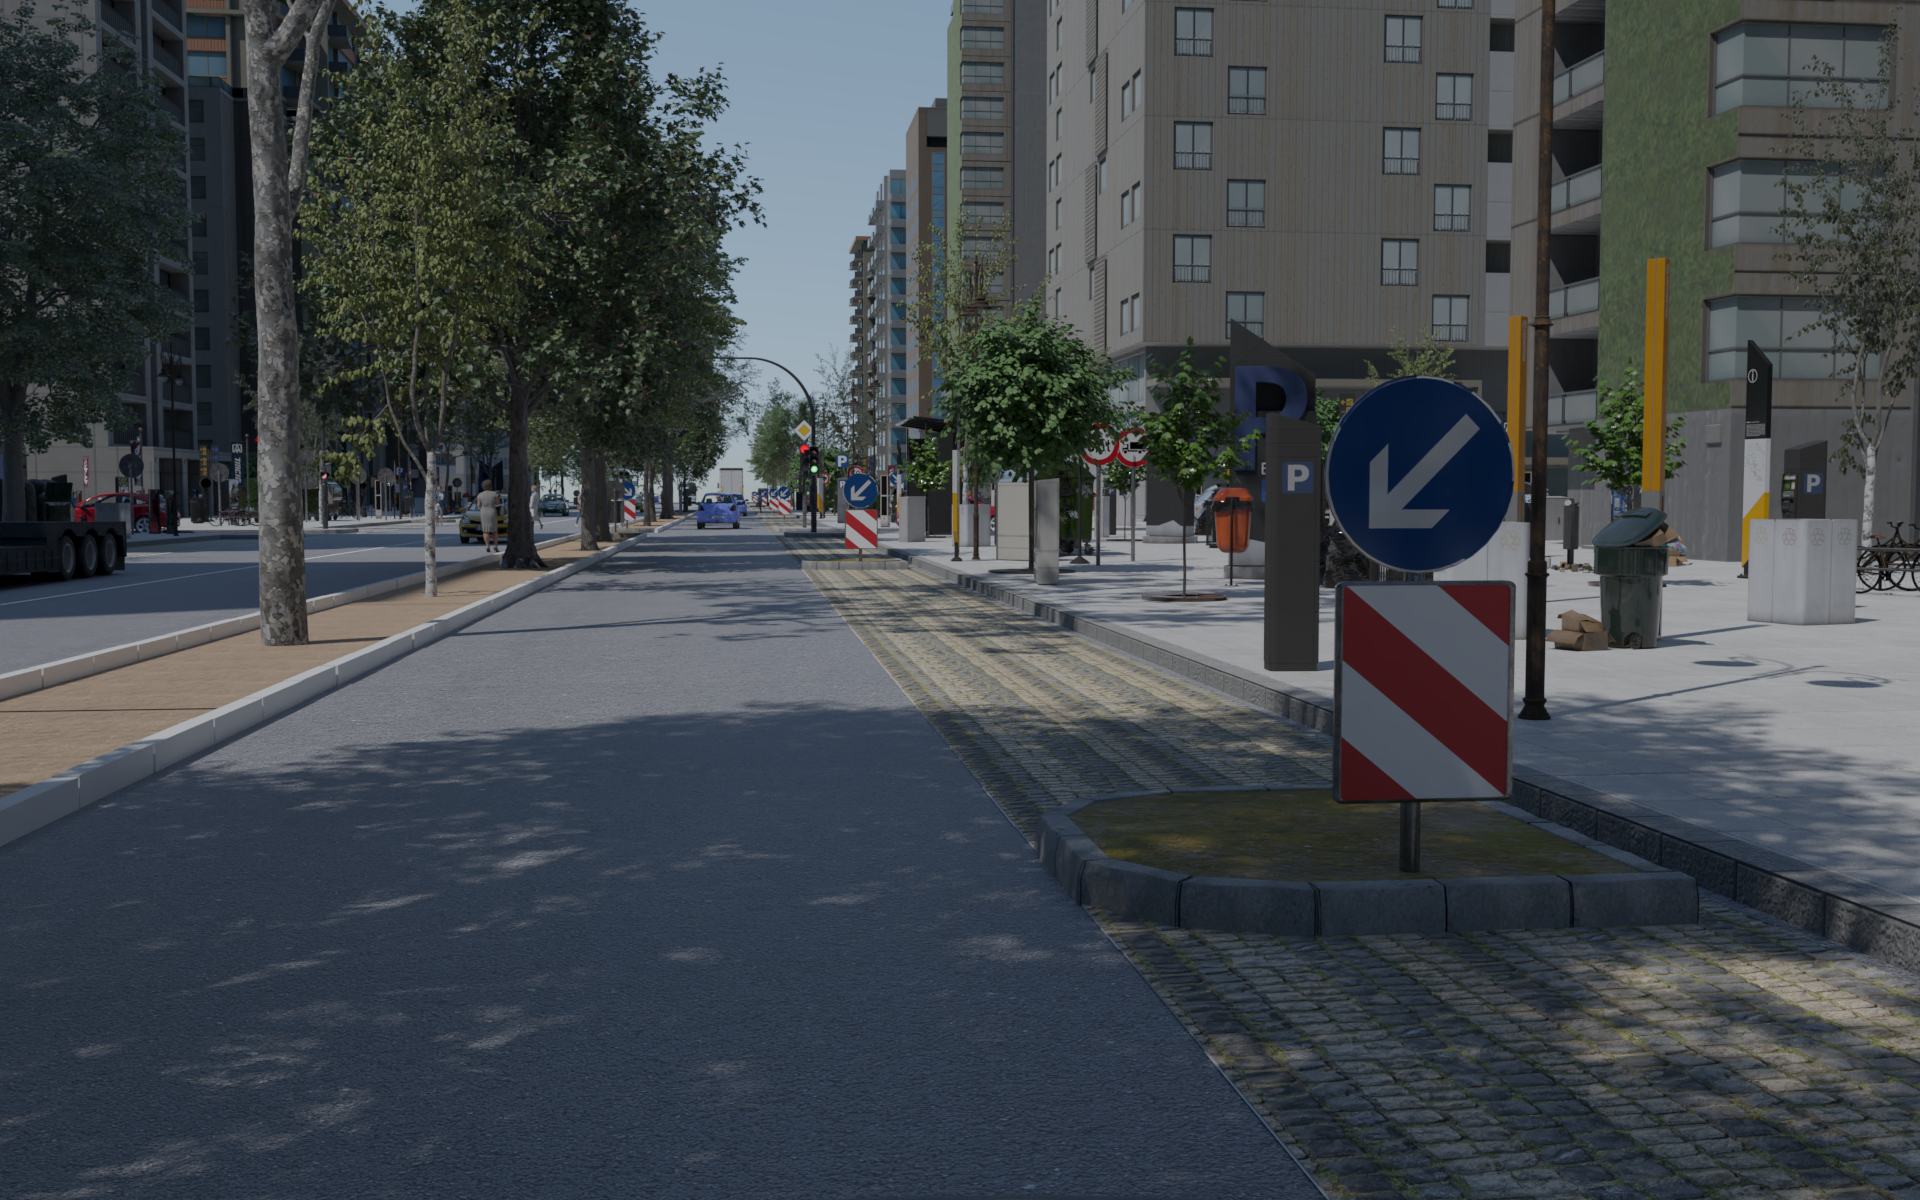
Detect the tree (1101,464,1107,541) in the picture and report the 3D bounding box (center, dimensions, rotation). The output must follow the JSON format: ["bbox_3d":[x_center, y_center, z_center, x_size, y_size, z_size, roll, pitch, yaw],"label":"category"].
[{"bbox_3d":[4.447,-3.223,47.293,1.663,3.219,1.824,0,3,0],"label":"tree"}]

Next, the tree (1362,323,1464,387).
[{"bbox_3d":[19.382,-7.555,73.890,4.737,8.622,4.395,0,3,0],"label":"tree"}]

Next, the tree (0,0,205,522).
[{"bbox_3d":[-24.264,-8.390,43.838,9.857,13.997,8.962,0,3,0],"label":"tree"}]

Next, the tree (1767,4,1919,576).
[{"bbox_3d":[14.549,-4.696,27.135,4.360,8.622,3.978,0,3,0],"label":"tree"}]

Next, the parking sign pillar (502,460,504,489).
[{"bbox_3d":[-36.669,-9.063,136.645,1.447,3.967,1.447,0,4,-6],"label":"parking sign pillar"}]

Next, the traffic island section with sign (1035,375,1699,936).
[{"bbox_3d":[1.340,0.127,6.548,1.989,1.847,2.006,0,4,-7],"label":"traffic island section with sign"}]

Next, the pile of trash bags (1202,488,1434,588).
[{"bbox_3d":[5.224,-0.881,24.151,3.447,1.369,1.912,1,4,13],"label":"pile of trash bags"}]

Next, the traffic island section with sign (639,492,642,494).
[{"bbox_3d":[-49.872,-16.080,271.527,1.989,1.847,2.006,0,4,-7],"label":"traffic island section with sign"}]

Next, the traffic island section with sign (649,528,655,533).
[{"bbox_3d":[-12.393,-3.459,64.690,2.006,1.907,1.989,0,4,-7],"label":"traffic island section with sign"}]

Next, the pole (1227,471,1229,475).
[{"bbox_3d":[11.712,-4.983,75.319,0.158,3.312,0.155,0,3,0],"label":"pole"}]

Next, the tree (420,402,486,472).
[{"bbox_3d":[-33.978,-13.106,124.649,12.009,13.543,11.850,0,3,0],"label":"tree"}]

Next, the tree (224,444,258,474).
[{"bbox_3d":[-46.896,-7.926,113.311,4.285,4.588,4.351,0,3,0],"label":"tree"}]

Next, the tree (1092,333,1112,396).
[{"bbox_3d":[5.180,-7.920,79.858,4.737,8.622,4.395,0,3,0],"label":"tree"}]

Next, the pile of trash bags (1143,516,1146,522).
[{"bbox_3d":[9.814,-4.250,79.237,1.912,1.369,3.447,-1,4,-21],"label":"pile of trash bags"}]

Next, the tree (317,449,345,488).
[{"bbox_3d":[-43.950,-8.356,120.330,4.285,4.588,4.351,0,3,0],"label":"tree"}]

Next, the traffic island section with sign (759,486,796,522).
[{"bbox_3d":[-9.072,-4.867,88.204,1.989,1.847,2.006,0,4,-7],"label":"traffic island section with sign"}]

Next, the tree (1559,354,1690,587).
[{"bbox_3d":[9.158,-1.800,24.037,1.663,3.219,1.824,0,3,0],"label":"tree"}]

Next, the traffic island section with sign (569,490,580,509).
[{"bbox_3d":[-36.007,-9.436,162.904,1.989,1.847,2.006,0,4,-7],"label":"traffic island section with sign"}]

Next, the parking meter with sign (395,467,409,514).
[{"bbox_3d":[-35.748,-7.031,111.224,0.543,3.016,1.738,-2,4,-34],"label":"parking meter with sign"}]

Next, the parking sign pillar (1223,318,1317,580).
[{"bbox_3d":[4.773,-2.323,26.456,1.447,3.967,1.447,0,4,7],"label":"parking sign pillar"}]

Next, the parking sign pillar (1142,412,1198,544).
[{"bbox_3d":[5.492,-3.470,45.199,1.447,3.967,1.447,-3,5,-44],"label":"parking sign pillar"}]

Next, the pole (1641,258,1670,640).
[{"bbox_3d":[6.063,-1.302,15.125,0.158,3.312,0.155,0,3,0],"label":"pole"}]

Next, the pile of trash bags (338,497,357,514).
[{"bbox_3d":[-40.758,-6.259,112.094,1.912,1.369,3.447,2,4,26],"label":"pile of trash bags"}]

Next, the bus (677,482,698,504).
[{"bbox_3d":[-40.063,-15.877,254.455,2.948,3.499,13.247,-1,4,-9],"label":"bus"}]

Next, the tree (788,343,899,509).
[{"bbox_3d":[-5.349,-8.188,84.232,4.360,8.622,3.978,0,3,0],"label":"tree"}]

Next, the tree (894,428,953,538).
[{"bbox_3d":[-0.823,-3.417,50.468,1.663,3.219,1.824,0,3,0],"label":"tree"}]

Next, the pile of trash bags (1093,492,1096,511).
[{"bbox_3d":[5.699,-4.616,85.220,1.912,1.369,3.447,3,4,36],"label":"pile of trash bags"}]

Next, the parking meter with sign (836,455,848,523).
[{"bbox_3d":[-5.211,-4.909,76.524,0.543,3.016,1.738,0,4,-3],"label":"parking meter with sign"}]

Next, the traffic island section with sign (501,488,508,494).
[{"bbox_3d":[-29.659,-6.390,113.105,1.989,1.847,2.006,0,4,-7],"label":"traffic island section with sign"}]

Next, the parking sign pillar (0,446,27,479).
[{"bbox_3d":[-46.609,-5.912,85.130,1.447,3.967,1.447,-1,4,-13],"label":"parking sign pillar"}]

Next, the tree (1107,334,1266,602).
[{"bbox_3d":[2.862,-1.612,20.957,1.663,3.219,1.824,0,3,0],"label":"tree"}]

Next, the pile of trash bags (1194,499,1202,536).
[{"bbox_3d":[8.589,-2.751,54.734,1.912,1.369,3.447,1,4,22],"label":"pile of trash bags"}]

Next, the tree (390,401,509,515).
[{"bbox_3d":[-30.568,-10.356,103.734,7.601,10.594,8.767,-1,4,-9],"label":"tree"}]

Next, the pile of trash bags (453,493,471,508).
[{"bbox_3d":[-38.814,-7.464,131.796,1.912,1.369,3.447,3,5,42],"label":"pile of trash bags"}]

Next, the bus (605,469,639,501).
[{"bbox_3d":[-33.481,-10.993,171.277,2.896,3.916,12.252,0,4,-7],"label":"bus"}]

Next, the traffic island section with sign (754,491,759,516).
[{"bbox_3d":[-12.484,-6.509,115.048,1.989,1.847,2.006,0,4,-7],"label":"traffic island section with sign"}]

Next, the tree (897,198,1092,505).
[{"bbox_3d":[0.352,-5.746,44.314,4.737,8.622,4.395,0,3,0],"label":"tree"}]

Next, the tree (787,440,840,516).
[{"bbox_3d":[-7.497,-7.289,102.892,4.285,4.588,4.351,0,3,0],"label":"tree"}]

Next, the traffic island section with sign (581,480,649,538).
[{"bbox_3d":[-11.465,-3.009,57.341,2.006,1.907,1.989,0,4,-7],"label":"traffic island section with sign"}]

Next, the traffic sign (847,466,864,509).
[{"bbox_3d":[-4.672,-4.741,77.626,0.768,2.556,0.104,0,4,-3],"label":"traffic sign"}]

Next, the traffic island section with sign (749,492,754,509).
[{"bbox_3d":[-18.695,-9.482,163.656,1.989,1.847,2.006,0,4,-7],"label":"traffic island section with sign"}]

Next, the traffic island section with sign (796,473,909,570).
[{"bbox_3d":[-2.072,-1.514,33.389,1.989,1.847,2.006,0,4,-7],"label":"traffic island section with sign"}]

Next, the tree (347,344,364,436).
[{"bbox_3d":[-27.465,-7.579,74.282,4.360,8.622,3.978,0,3,0],"label":"tree"}]

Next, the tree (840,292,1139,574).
[{"bbox_3d":[1.114,-2.729,28.340,4.285,4.588,4.351,0,3,0],"label":"tree"}]

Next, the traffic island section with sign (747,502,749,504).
[{"bbox_3d":[-22.195,-11.160,191.101,1.989,1.847,2.006,0,4,-7],"label":"traffic island section with sign"}]

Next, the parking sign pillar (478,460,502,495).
[{"bbox_3d":[-36.618,-8.909,134.141,1.447,3.967,1.447,0,4,4],"label":"parking sign pillar"}]

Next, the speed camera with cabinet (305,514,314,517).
[{"bbox_3d":[-37.004,-6.369,98.469,0.660,3.252,2.038,-1,4,-14],"label":"speed camera with cabinet"}]

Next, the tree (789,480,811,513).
[{"bbox_3d":[-10.605,-7.705,120.575,1.663,3.219,1.824,0,3,0],"label":"tree"}]

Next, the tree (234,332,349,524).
[{"bbox_3d":[-26.393,-7.211,68.259,4.360,8.622,3.978,0,3,0],"label":"tree"}]

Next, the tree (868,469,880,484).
[{"bbox_3d":[-5.880,-7.491,117.081,1.663,3.219,1.824,0,3,0],"label":"tree"}]

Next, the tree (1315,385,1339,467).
[{"bbox_3d":[10.186,-4.053,49.973,4.285,4.588,4.351,0,3,0],"label":"tree"}]

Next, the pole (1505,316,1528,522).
[{"bbox_3d":[6.415,-1.599,19.990,0.158,3.312,0.155,0,3,0],"label":"pole"}]

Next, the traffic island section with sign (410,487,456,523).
[{"bbox_3d":[-26.246,-4.755,86.366,1.989,1.847,2.006,0,4,-7],"label":"traffic island section with sign"}]

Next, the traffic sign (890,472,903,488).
[{"bbox_3d":[-3.617,-6.018,98.497,0.768,2.556,0.104,0,4,1],"label":"traffic sign"}]

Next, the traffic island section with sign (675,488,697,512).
[{"bbox_3d":[-21.912,-8.018,139.225,2.006,1.907,1.989,0,4,-7],"label":"traffic island section with sign"}]

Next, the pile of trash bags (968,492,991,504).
[{"bbox_3d":[1.203,-5.081,92.821,1.912,1.369,3.447,-3,4,-38],"label":"pile of trash bags"}]

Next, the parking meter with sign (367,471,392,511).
[{"bbox_3d":[-42.909,-8.059,128.028,1.738,3.016,0.543,-1,4,-16],"label":"parking meter with sign"}]
